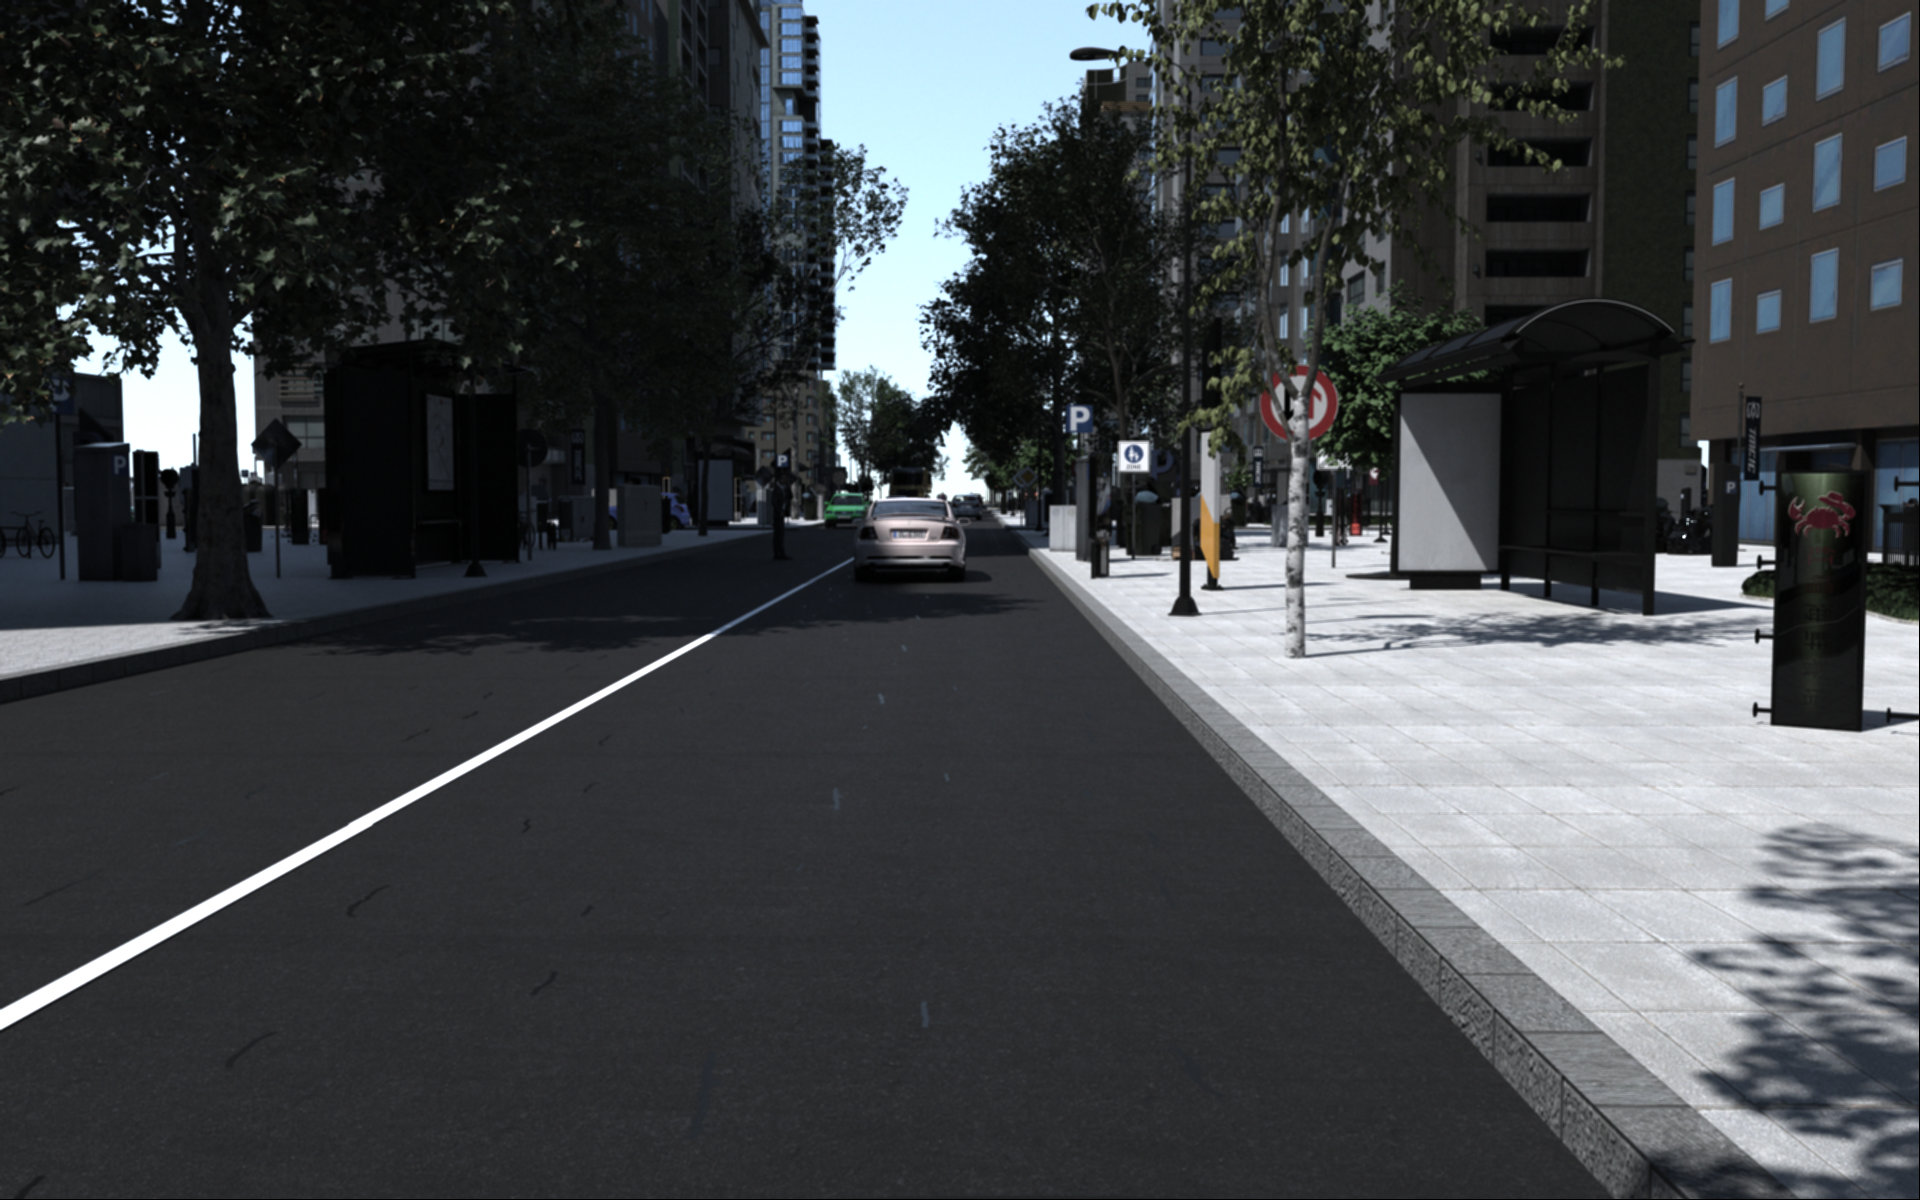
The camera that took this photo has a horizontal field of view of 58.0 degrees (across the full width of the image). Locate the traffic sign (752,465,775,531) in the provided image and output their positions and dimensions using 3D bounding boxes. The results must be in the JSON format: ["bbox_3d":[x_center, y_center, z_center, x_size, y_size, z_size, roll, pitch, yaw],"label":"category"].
[{"bbox_3d":[-6.838,-3.461,60.225,0.795,2.450,0.064,0,4,0],"label":"traffic sign"}]

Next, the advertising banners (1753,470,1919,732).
[{"bbox_3d":[5.258,-0.780,8.948,2.074,3.025,0.090,3,4,38],"label":"advertising banners"}]

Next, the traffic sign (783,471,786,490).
[{"bbox_3d":[-9.834,-5.943,97.282,0.768,2.556,0.104,0,4,5],"label":"traffic sign"}]

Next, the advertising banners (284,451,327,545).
[{"bbox_3d":[-16.060,-2.917,43.877,2.074,3.025,0.090,0,4,7],"label":"advertising banners"}]

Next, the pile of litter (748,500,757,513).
[{"bbox_3d":[-13.980,-6.385,118.358,1.719,0.858,1.176,0,4,3],"label":"pile of litter"}]

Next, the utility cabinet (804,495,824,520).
[{"bbox_3d":[-7.349,-4.651,87.207,1.020,1.237,0.306,1,4,15],"label":"utility cabinet"}]

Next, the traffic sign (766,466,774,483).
[{"bbox_3d":[-8.740,-4.824,78.978,0.768,2.556,0.104,0,4,2],"label":"traffic sign"}]

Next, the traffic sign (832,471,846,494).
[{"bbox_3d":[-6.741,-5.886,96.343,0.768,2.556,0.104,0,4,7],"label":"traffic sign"}]

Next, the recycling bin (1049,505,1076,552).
[{"bbox_3d":[2.459,-1.610,38.880,0.722,1.027,0.722,2,4,24],"label":"recycling bin"}]

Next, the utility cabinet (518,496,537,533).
[{"bbox_3d":[-14.317,-2.790,56.775,1.020,1.237,0.306,2,4,33],"label":"utility cabinet"}]

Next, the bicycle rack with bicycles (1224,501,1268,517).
[{"bbox_3d":[14.135,-4.356,84.608,2.925,0.926,2.852,3,5,40],"label":"bicycle rack with bicycles"}]

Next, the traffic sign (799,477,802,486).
[{"bbox_3d":[-11.419,-7.398,121.055,0.768,2.556,0.104,1,4,10],"label":"traffic sign"}]

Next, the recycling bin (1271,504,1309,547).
[{"bbox_3d":[8.005,-1.803,42.037,0.722,1.027,0.722,-1,4,-8],"label":"recycling bin"}]

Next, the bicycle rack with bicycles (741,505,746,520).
[{"bbox_3d":[-10.027,-4.335,84.267,2.852,0.926,2.925,0,4,5],"label":"bicycle rack with bicycles"}]

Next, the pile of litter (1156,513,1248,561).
[{"bbox_3d":[4.604,-1.204,33.649,1.719,0.858,1.176,0,4,2],"label":"pile of litter"}]

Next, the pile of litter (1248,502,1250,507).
[{"bbox_3d":[17.891,-5.765,108.229,1.719,0.858,1.176,1,4,18],"label":"pile of litter"}]

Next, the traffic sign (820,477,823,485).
[{"bbox_3d":[-10.433,-7.805,127.719,0.768,2.556,0.104,1,4,8],"label":"traffic sign"}]

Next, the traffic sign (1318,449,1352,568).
[{"bbox_3d":[6.496,-1.708,30.055,0.606,2.300,0.079,0,4,6],"label":"traffic sign"}]

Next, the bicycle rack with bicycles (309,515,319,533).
[{"bbox_3d":[-19.874,-2.637,56.503,2.925,0.926,2.852,3,4,38],"label":"bicycle rack with bicycles"}]

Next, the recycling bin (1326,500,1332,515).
[{"bbox_3d":[17.365,-4.140,80.247,0.722,1.027,0.722,0,4,6],"label":"recycling bin"}]

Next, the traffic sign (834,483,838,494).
[{"bbox_3d":[-9.015,-7.642,125.054,0.768,2.556,0.104,1,4,8],"label":"traffic sign"}]

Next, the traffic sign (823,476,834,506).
[{"bbox_3d":[-7.470,-5.885,98.355,0.606,2.300,0.079,0,4,2],"label":"traffic sign"}]

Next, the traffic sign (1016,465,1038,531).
[{"bbox_3d":[2.356,-3.455,60.135,0.795,2.450,0.064,0,4,0],"label":"traffic sign"}]

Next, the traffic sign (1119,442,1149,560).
[{"bbox_3d":[3.367,-1.924,33.585,0.606,2.300,0.079,0,4,7],"label":"traffic sign"}]

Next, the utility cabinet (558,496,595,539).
[{"bbox_3d":[-11.059,-2.375,50.000,1.020,1.237,0.306,0,4,-1],"label":"utility cabinet"}]

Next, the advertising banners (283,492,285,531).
[{"bbox_3d":[-22.291,-3.759,57.655,0.090,3.025,2.074,-2,4,-33],"label":"advertising banners"}]

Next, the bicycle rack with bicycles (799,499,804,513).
[{"bbox_3d":[-11.198,-7.781,140.599,2.852,0.926,2.925,2,4,26],"label":"bicycle rack with bicycles"}]

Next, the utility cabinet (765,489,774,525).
[{"bbox_3d":[-7.730,-3.866,71.893,0.318,1.500,1.173,1,4,12],"label":"utility cabinet"}]

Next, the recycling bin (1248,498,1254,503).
[{"bbox_3d":[19.251,-6.311,115.731,0.722,1.027,0.722,1,4,15],"label":"recycling bin"}]

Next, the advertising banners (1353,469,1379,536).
[{"bbox_3d":[12.118,-3.477,53.035,0.090,3.025,2.074,-2,4,-34],"label":"advertising banners"}]

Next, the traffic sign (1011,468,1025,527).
[{"bbox_3d":[2.416,-3.944,68.120,0.795,2.450,0.064,0,4,0],"label":"traffic sign"}]

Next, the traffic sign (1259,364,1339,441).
[{"bbox_3d":[3.325,-1.037,17.065,0.768,2.556,0.104,0,4,5],"label":"traffic sign"}]

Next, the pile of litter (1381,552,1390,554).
[{"bbox_3d":[9.856,-1.433,37.392,1.719,0.858,1.176,-1,4,-11],"label":"pile of litter"}]

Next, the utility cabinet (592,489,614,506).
[{"bbox_3d":[-15.324,-4.058,75.027,1.173,1.500,0.318,-1,4,-18],"label":"utility cabinet"}]

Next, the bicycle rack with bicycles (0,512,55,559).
[{"bbox_3d":[-19.787,-1.297,34.586,2.925,0.926,2.852,3,5,43],"label":"bicycle rack with bicycles"}]

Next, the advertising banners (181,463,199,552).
[{"bbox_3d":[-17.035,-2.611,38.879,0.090,3.025,2.074,0,4,-3],"label":"advertising banners"}]

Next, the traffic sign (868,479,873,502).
[{"bbox_3d":[-7.084,-8.180,133.852,0.768,2.556,0.104,1,4,9],"label":"traffic sign"}]

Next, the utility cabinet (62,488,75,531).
[{"bbox_3d":[-29.801,-3.068,58.843,1.173,1.500,0.318,-3,4,-36],"label":"utility cabinet"}]

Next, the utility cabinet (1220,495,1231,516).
[{"bbox_3d":[15.290,-5.349,98.615,1.020,1.237,0.306,0,4,1],"label":"utility cabinet"}]

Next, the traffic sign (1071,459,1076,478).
[{"bbox_3d":[4.240,-3.688,60.408,0.768,2.556,0.104,0,4,1],"label":"traffic sign"}]

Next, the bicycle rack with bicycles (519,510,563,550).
[{"bbox_3d":[-10.539,-1.646,40.300,2.852,0.926,2.925,-1,4,-13],"label":"bicycle rack with bicycles"}]

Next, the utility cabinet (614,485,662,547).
[{"bbox_3d":[-7.796,-2.047,42.155,0.318,1.500,1.173,3,4,38],"label":"utility cabinet"}]

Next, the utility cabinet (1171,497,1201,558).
[{"bbox_3d":[4.586,-1.453,34.911,0.306,1.237,1.020,2,4,30],"label":"utility cabinet"}]

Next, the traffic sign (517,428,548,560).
[{"bbox_3d":[-8.325,-2.039,33.437,0.768,2.556,0.104,0,4,4],"label":"traffic sign"}]

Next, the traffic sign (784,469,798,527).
[{"bbox_3d":[-6.778,-3.949,68.209,0.795,2.450,0.064,0,4,0],"label":"traffic sign"}]

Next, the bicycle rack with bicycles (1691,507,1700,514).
[{"bbox_3d":[31.556,-3.495,70.518,2.852,0.926,2.925,-1,4,-21],"label":"bicycle rack with bicycles"}]

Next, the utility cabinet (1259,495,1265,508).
[{"bbox_3d":[15.558,-4.775,89.237,0.306,1.237,1.020,1,4,13],"label":"utility cabinet"}]

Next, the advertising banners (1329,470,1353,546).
[{"bbox_3d":[9.392,-2.860,42.941,0.090,3.025,2.074,2,4,24],"label":"advertising banners"}]

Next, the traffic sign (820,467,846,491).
[{"bbox_3d":[-9.551,-8.226,128.368,2.265,3.308,0.079,0,4,1],"label":"traffic sign"}]

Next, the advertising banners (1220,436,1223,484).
[{"bbox_3d":[6.606,-3.033,45.775,0.090,3.025,2.074,2,4,29],"label":"advertising banners"}]

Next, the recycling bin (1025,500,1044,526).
[{"bbox_3d":[2.988,-3.467,69.241,0.722,1.027,0.722,0,4,7],"label":"recycling bin"}]

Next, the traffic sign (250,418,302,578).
[{"bbox_3d":[-10.429,-1.545,26.439,0.795,2.450,0.064,0,4,2],"label":"traffic sign"}]

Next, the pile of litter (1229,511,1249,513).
[{"bbox_3d":[5.980,-1.627,40.563,1.176,0.858,1.719,1,4,20],"label":"pile of litter"}]
